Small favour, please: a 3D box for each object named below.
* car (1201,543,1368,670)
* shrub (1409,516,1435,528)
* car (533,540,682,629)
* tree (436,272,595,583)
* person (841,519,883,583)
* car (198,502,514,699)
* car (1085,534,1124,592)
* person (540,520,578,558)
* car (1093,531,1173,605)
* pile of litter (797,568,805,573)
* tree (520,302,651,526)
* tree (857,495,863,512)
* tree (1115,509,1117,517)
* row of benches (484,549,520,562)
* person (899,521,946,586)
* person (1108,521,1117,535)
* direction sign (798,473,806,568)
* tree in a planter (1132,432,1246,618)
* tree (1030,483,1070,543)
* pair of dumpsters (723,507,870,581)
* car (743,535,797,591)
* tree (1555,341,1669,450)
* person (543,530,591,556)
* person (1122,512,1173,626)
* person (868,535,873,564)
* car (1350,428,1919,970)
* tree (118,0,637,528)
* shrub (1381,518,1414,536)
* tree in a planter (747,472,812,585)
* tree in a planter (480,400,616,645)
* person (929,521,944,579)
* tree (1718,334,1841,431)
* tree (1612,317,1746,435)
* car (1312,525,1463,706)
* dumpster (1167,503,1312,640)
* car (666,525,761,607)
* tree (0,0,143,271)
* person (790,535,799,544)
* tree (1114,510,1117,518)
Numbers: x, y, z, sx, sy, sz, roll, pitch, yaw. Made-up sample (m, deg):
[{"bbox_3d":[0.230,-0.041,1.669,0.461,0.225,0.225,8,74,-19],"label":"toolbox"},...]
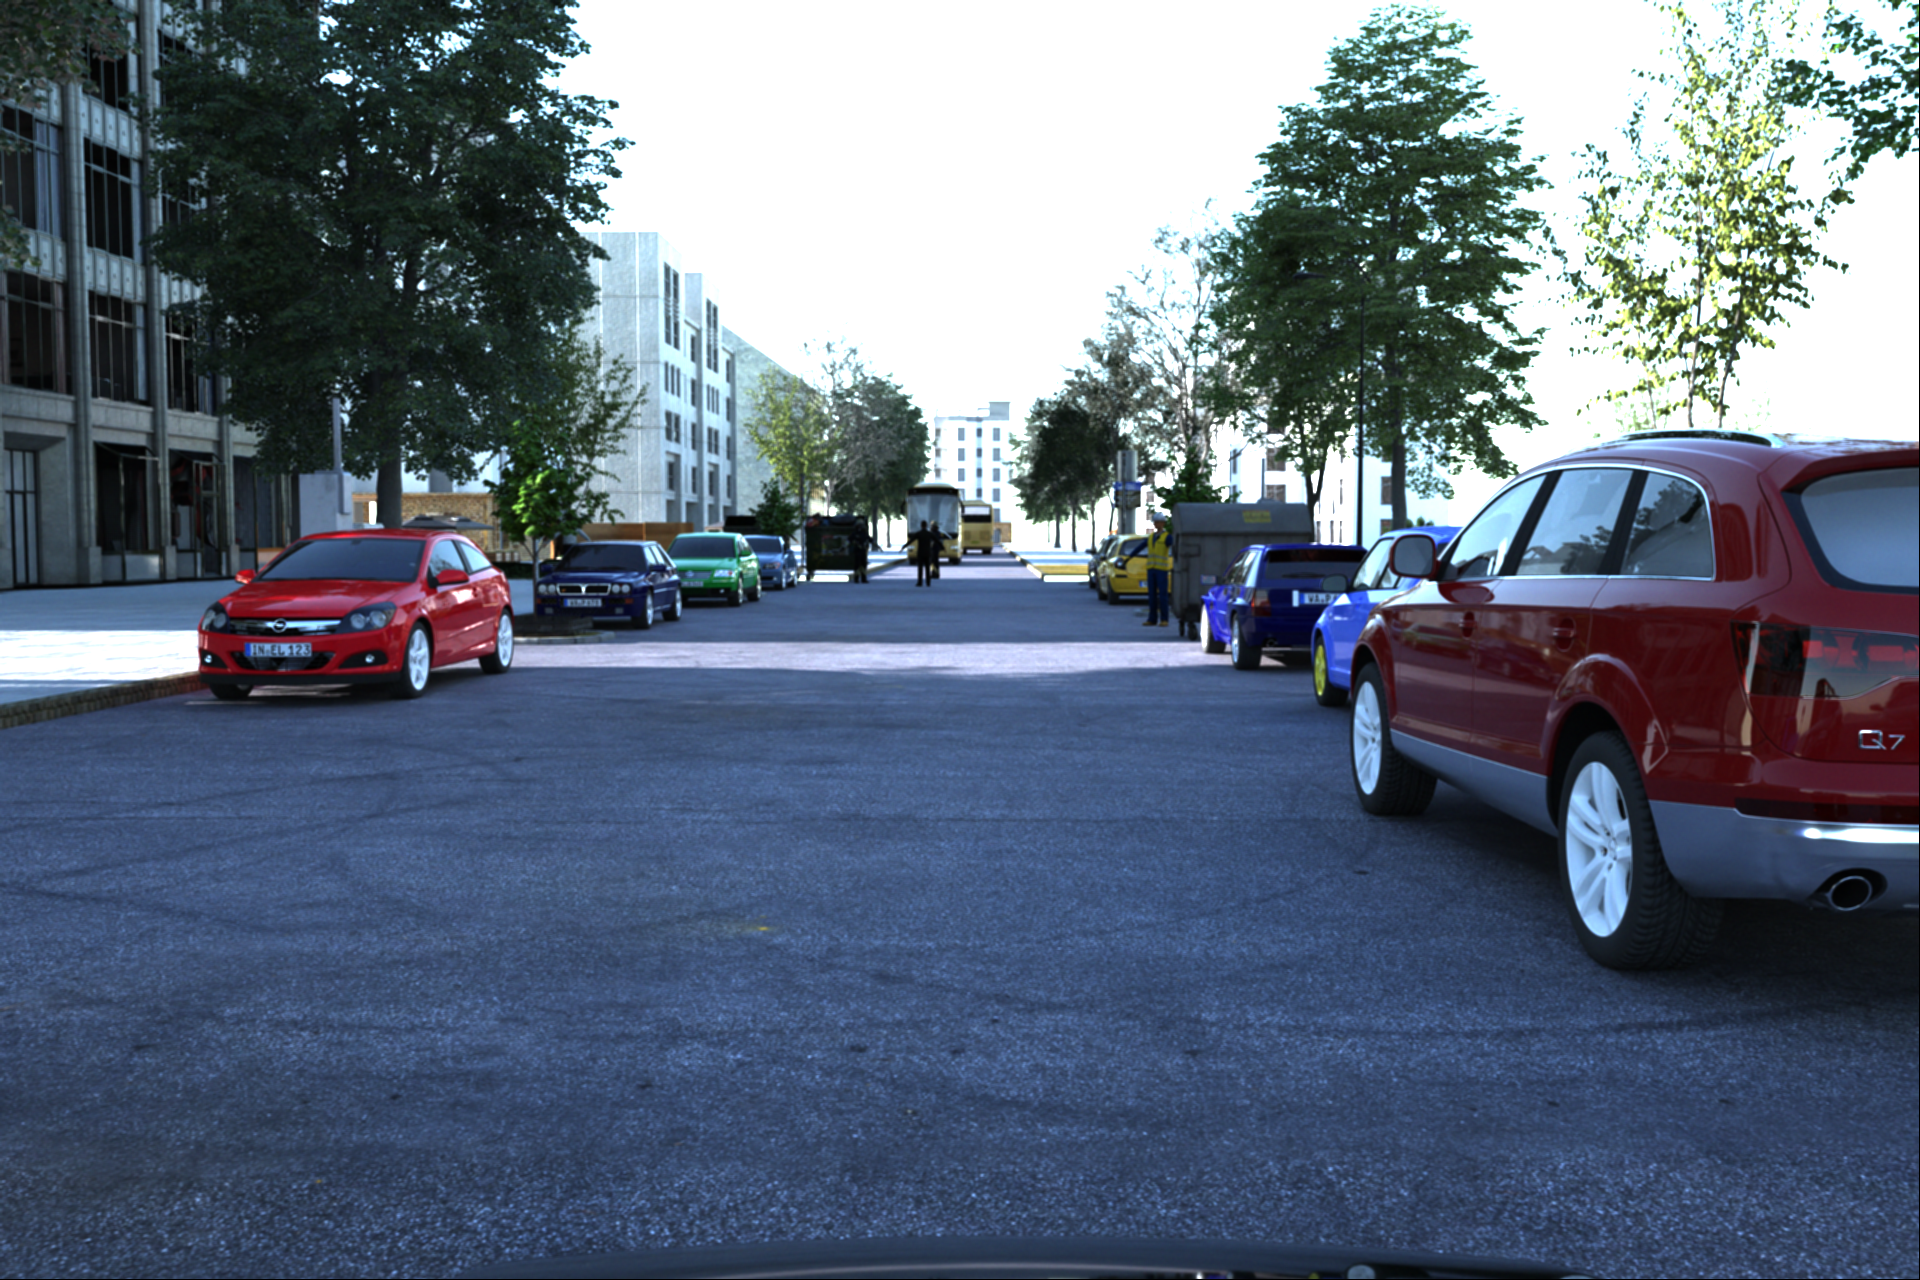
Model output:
[{"bbox_3d":[3.769,-0.430,19.610,1.945,1.354,3.894,0,4,0],"label":"car"},{"bbox_3d":[17.791,-3.812,66.739,1.690,2.028,1.600,0,3,0],"label":"shrub"},{"bbox_3d":[-5.505,-0.900,27.296,1.945,1.354,3.894,0,4,1],"label":"car"},{"bbox_3d":[-11.208,-5.768,44.672,4.737,8.622,4.395,0,3,0],"label":"tree"},{"bbox_3d":[-2.899,-2.592,50.609,1.354,1.856,0.705,-2,4,-30],"label":"person"},{"bbox_3d":[-5.576,-0.450,16.391,2.155,1.783,4.494,0,4,1],"label":"car"},{"bbox_3d":[4.247,-2.118,44.418,2.009,1.686,4.222,0,4,1],"label":"car"},{"bbox_3d":[-13.891,-3.292,59.961,1.346,1.812,0.704,0,4,3],"label":"person"},{"bbox_3d":[3.839,-1.602,36.411,2.015,1.641,3.980,0,3,0],"label":"car"},{"bbox_3d":[-5.698,-2.632,56.998,1.176,0.858,1.719,0,4,2],"label":"pile of litter"},{"bbox_3d":[-11.382,-6.127,50.536,4.737,8.622,4.395,0,3,0],"label":"tree"},{"bbox_3d":[-13.736,-19.516,244.846,9.928,11.665,9.643,0,3,0],"label":"tree"},{"bbox_3d":[24.577,-18.365,250.621,4.360,8.622,3.978,0,3,0],"label":"tree"},{"bbox_3d":[-18.695,-3.372,70.598,1.422,0.672,4.104,0,4,-1],"label":"row of benches"},{"bbox_3d":[-0.998,-2.374,47.490,1.346,1.802,0.704,-1,4,-18],"label":"person"},{"bbox_3d":[5.322,-3.143,58.191,1.217,1.733,0.721,1,4,10],"label":"person"},{"bbox_3d":[-5.910,-4.454,64.812,0.379,3.537,0.876,0,4,3],"label":"direction sign"},{"bbox_3d":[4.061,-2.030,30.408,1.991,3.239,1.994,0,4,1],"label":"tree in a planter"},{"bbox_3d":[12.986,-20.018,245.424,7.486,12.596,7.792,0,3,0],"label":"tree"},{"bbox_3d":[-4.971,-2.923,52.735,4.436,2.255,1.574,0,4,0],"label":"pair of dumpsters"},{"bbox_3d":[-5.311,-2.048,45.489,2.014,1.417,4.499,0,4,1],"label":"car"},{"bbox_3d":[25.341,-7.037,65.413,4.360,8.622,3.978,0,3,0],"label":"tree"},{"bbox_3d":[-10.126,-2.370,44.901,1.344,1.810,0.704,-2,4,-30],"label":"person"},{"bbox_3d":[3.045,-1.105,26.987,1.216,1.772,0.721,3,5,42],"label":"person"},{"bbox_3d":[-3.974,-4.105,73.256,0.704,1.843,1.345,1,4,22],"label":"person"},{"bbox_3d":[3.097,0.088,7.237,2.281,1.827,5.304,0,4,-1],"label":"car"},{"bbox_3d":[-11.114,-7.737,33.156,9.857,13.997,8.962,0,3,0],"label":"tree"},{"bbox_3d":[16.586,-3.704,64.981,1.690,2.028,1.600,0,3,0],"label":"shrub"},{"bbox_3d":[-5.281,-3.197,49.496,1.991,3.239,1.994,0,4,0],"label":"tree in a planter"},{"bbox_3d":[-5.732,-1.592,23.258,1.991,3.239,1.994,0,4,1],"label":"tree in a planter"},{"bbox_3d":[-0.839,-2.902,55.677,0.705,1.856,1.354,-2,4,-29],"label":"person"},{"bbox_3d":[29.427,-6.924,63.577,4.360,8.622,3.978,0,3,0],"label":"tree"},{"bbox_3d":[23.499,-6.586,58.037,4.360,8.622,3.978,0,3,0],"label":"tree"},{"bbox_3d":[3.825,-0.229,13.338,1.945,1.707,3.694,0,3,0],"label":"car"},{"bbox_3d":[3.826,-0.951,23.772,1.865,1.857,1.264,0,3,0],"label":"dumpster"},{"bbox_3d":[-5.181,-1.638,35.576,1.959,1.807,4.718,0,4,1],"label":"car"},{"bbox_3d":[-11.628,-6.604,14.638,9.857,13.997,8.962,0,3,0],"label":"tree"},{"bbox_3d":[-6.832,-3.781,67.759,0.705,1.837,1.347,3,4,36],"label":"person"},{"bbox_3d":[24.228,-18.100,246.293,4.360,8.622,3.978,0,3,0],"label":"tree"}]
